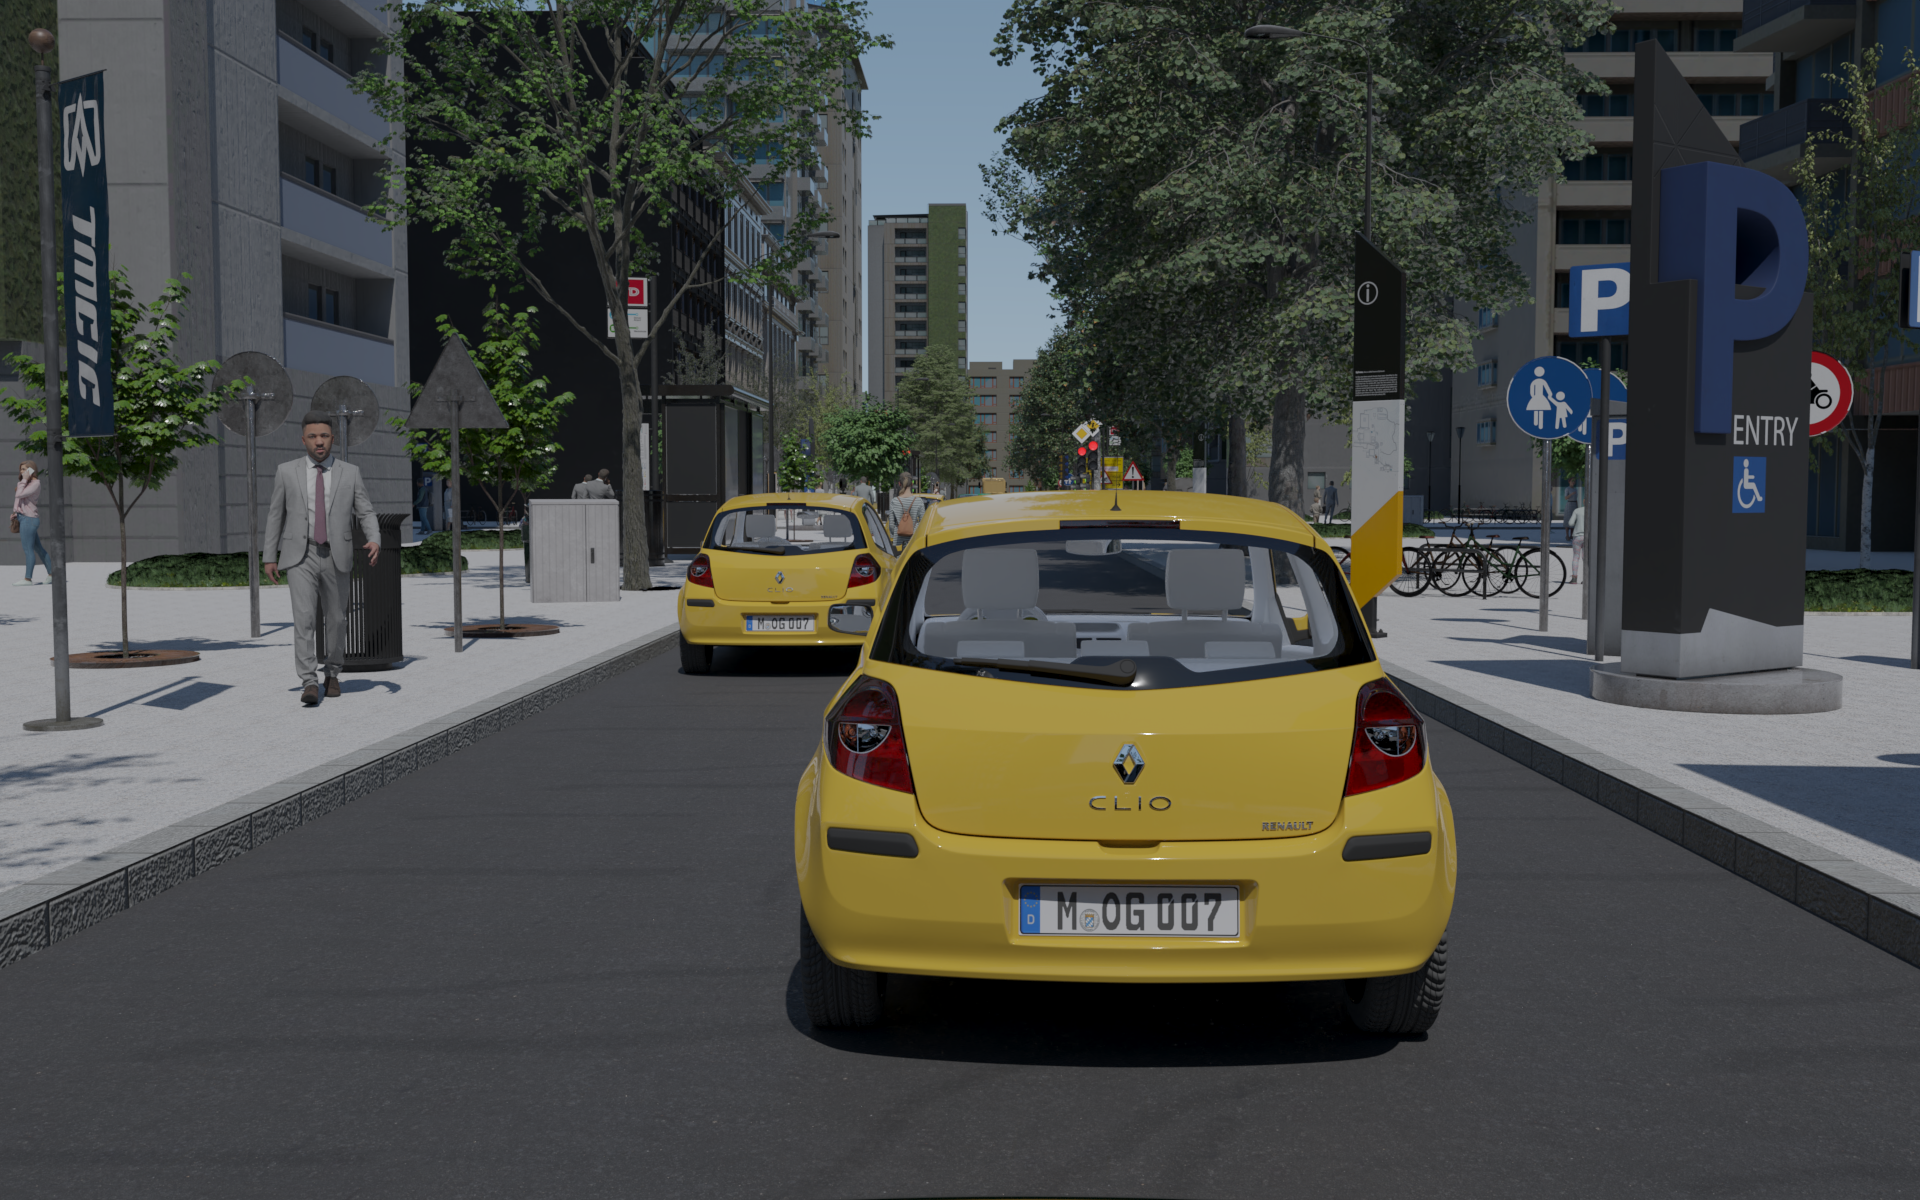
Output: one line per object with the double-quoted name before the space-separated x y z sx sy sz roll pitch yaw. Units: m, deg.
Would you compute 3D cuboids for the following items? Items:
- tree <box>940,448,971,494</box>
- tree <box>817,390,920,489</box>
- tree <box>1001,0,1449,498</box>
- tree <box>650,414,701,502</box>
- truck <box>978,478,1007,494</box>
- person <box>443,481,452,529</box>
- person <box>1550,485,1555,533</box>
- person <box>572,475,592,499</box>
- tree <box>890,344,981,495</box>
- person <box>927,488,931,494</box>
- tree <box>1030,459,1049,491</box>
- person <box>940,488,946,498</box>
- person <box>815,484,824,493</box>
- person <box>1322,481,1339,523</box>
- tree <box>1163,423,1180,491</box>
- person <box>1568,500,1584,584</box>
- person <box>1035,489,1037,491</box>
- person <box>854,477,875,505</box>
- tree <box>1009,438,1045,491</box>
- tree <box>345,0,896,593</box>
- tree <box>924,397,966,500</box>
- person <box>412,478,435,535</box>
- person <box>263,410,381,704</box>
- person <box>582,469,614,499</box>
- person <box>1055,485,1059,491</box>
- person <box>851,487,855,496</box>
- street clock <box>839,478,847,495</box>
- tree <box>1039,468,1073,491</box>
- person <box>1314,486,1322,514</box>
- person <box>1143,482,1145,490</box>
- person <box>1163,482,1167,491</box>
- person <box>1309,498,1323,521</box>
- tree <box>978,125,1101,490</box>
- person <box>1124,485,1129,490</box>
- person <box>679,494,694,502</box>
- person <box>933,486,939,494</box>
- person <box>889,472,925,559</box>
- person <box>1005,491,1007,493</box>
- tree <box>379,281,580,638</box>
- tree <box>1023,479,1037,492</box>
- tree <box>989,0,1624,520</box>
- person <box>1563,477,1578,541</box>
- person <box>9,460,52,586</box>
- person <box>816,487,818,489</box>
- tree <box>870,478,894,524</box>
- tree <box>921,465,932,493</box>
"tree" -0.534 -15.670 206.567 4.360 8.622 3.978 0 3 0
"tree" -2.852 -4.345 54.756 4.285 4.588 4.351 0 3 0
"tree" 5.704 -7.253 35.601 9.611 12.733 9.660 0 3 0
"tree" -8.316 -4.370 55.156 4.285 4.588 4.351 0 3 0
"truck" 3.991 -12.917 207.120 3.469 3.379 9.791 0 4 0
"person" -16.766 -3.100 57.076 0.624 1.780 0.694 -2 4 -33
"person" 19.228 -2.981 56.587 0.330 1.601 0.589 3 5 44
"person" -10.094 -2.459 46.423 0.592 1.802 0.473 1 4 9
"tree" -2.092 -13.053 131.541 7.486 12.596 7.792 0 3 0
"person" -1.897 -6.099 105.945 0.721 1.800 0.419 1 4 12
"tree" 8.280 -14.293 184.053 4.360 8.622 3.978 0 3 0
"person" -1.437 -8.286 141.620 0.635 1.810 0.391 0 4 5
"person" -5.637 -3.844 69.245 0.624 1.780 0.694 -3 5 -42
"person" 14.803 -3.858 69.240 0.709 1.813 0.853 2 4 25
"tree" 5.924 -7.500 48.376 9.928 11.665 9.643 0 3 0
"person" 8.822 -0.872 24.581 0.425 1.301 0.394 -1 4 -13
"person" 7.939 -10.767 182.112 0.705 1.821 1.348 0 4 8
"person" -2.884 -2.826 52.346 0.635 1.810 0.391 0 4 -6
"tree" 7.778 -13.468 154.608 7.601 10.594 8.767 1 4 9
"tree" -4.462 -5.939 22.855 9.928 11.665 9.643 0 3 0
"tree" -0.744 -16.778 191.332 9.611 12.733 9.660 0 3 0
"person" -16.884 -2.938 54.421 0.721 1.781 0.623 -1 4 -17
"person" -3.947 -0.269 10.709 0.678 1.792 0.850 -1 4 -22
"person" -7.544 -1.830 36.140 0.592 1.802 0.473 2 4 24
"person" 5.488 -5.601 97.859 0.529 1.795 0.600 0 4 7
"person" -7.535 -7.153 123.090 0.616 1.811 0.778 0 4 -5
"street clock" -5.383 -4.595 79.698 0.358 2.002 0.471 -2 4 -24
"tree" 7.651 -9.396 137.335 4.285 4.588 4.351 0 3 0
"person" 20.022 -5.516 96.786 0.362 1.759 0.519 -1 4 -23
"person" 8.098 -4.397 77.903 0.580 1.828 0.573 -1 4 -20
"person" 8.841 -4.110 73.577 0.599 1.781 0.374 -1 4 -17
"person" 13.143 -3.131 63.970 0.475 1.303 0.640 0 4 4
"tree" 7.926 -13.776 81.123 12.611 20.169 13.585 0 3 0
"person" 8.718 -5.123 90.550 0.466 1.731 0.760 2 4 29
"person" -9.196 -3.125 57.892 0.760 1.731 0.466 2 4 31
"person" -0.911 -3.868 72.330 0.643 1.750 0.593 0 4 6
"person" -0.661 -0.719 21.256 0.512 1.701 0.522 0 4 -4
"person" 4.430 -9.873 170.716 0.721 1.735 1.217 2 4 35
"tree" -4.232 -1.307 15.978 1.663 3.219 1.824 0 3 0
"tree" 8.095 -12.669 201.736 1.663 3.219 1.824 0 3 0
"tree" 4.629 -7.212 24.567 9.857 13.997 8.962 0 3 0
"person" 16.650 -2.471 47.019 0.480 1.755 0.524 -2 4 -27
"person" -13.008 -1.083 24.337 0.643 1.750 0.593 -3 4 -38
"person" -7.577 -5.194 91.720 0.760 1.731 0.466 -3 4 -36
"tree" -3.327 -4.918 75.017 1.663 3.219 1.824 0 3 0
"tree" -2.489 -6.368 98.711 1.663 3.219 1.824 0 3 0
